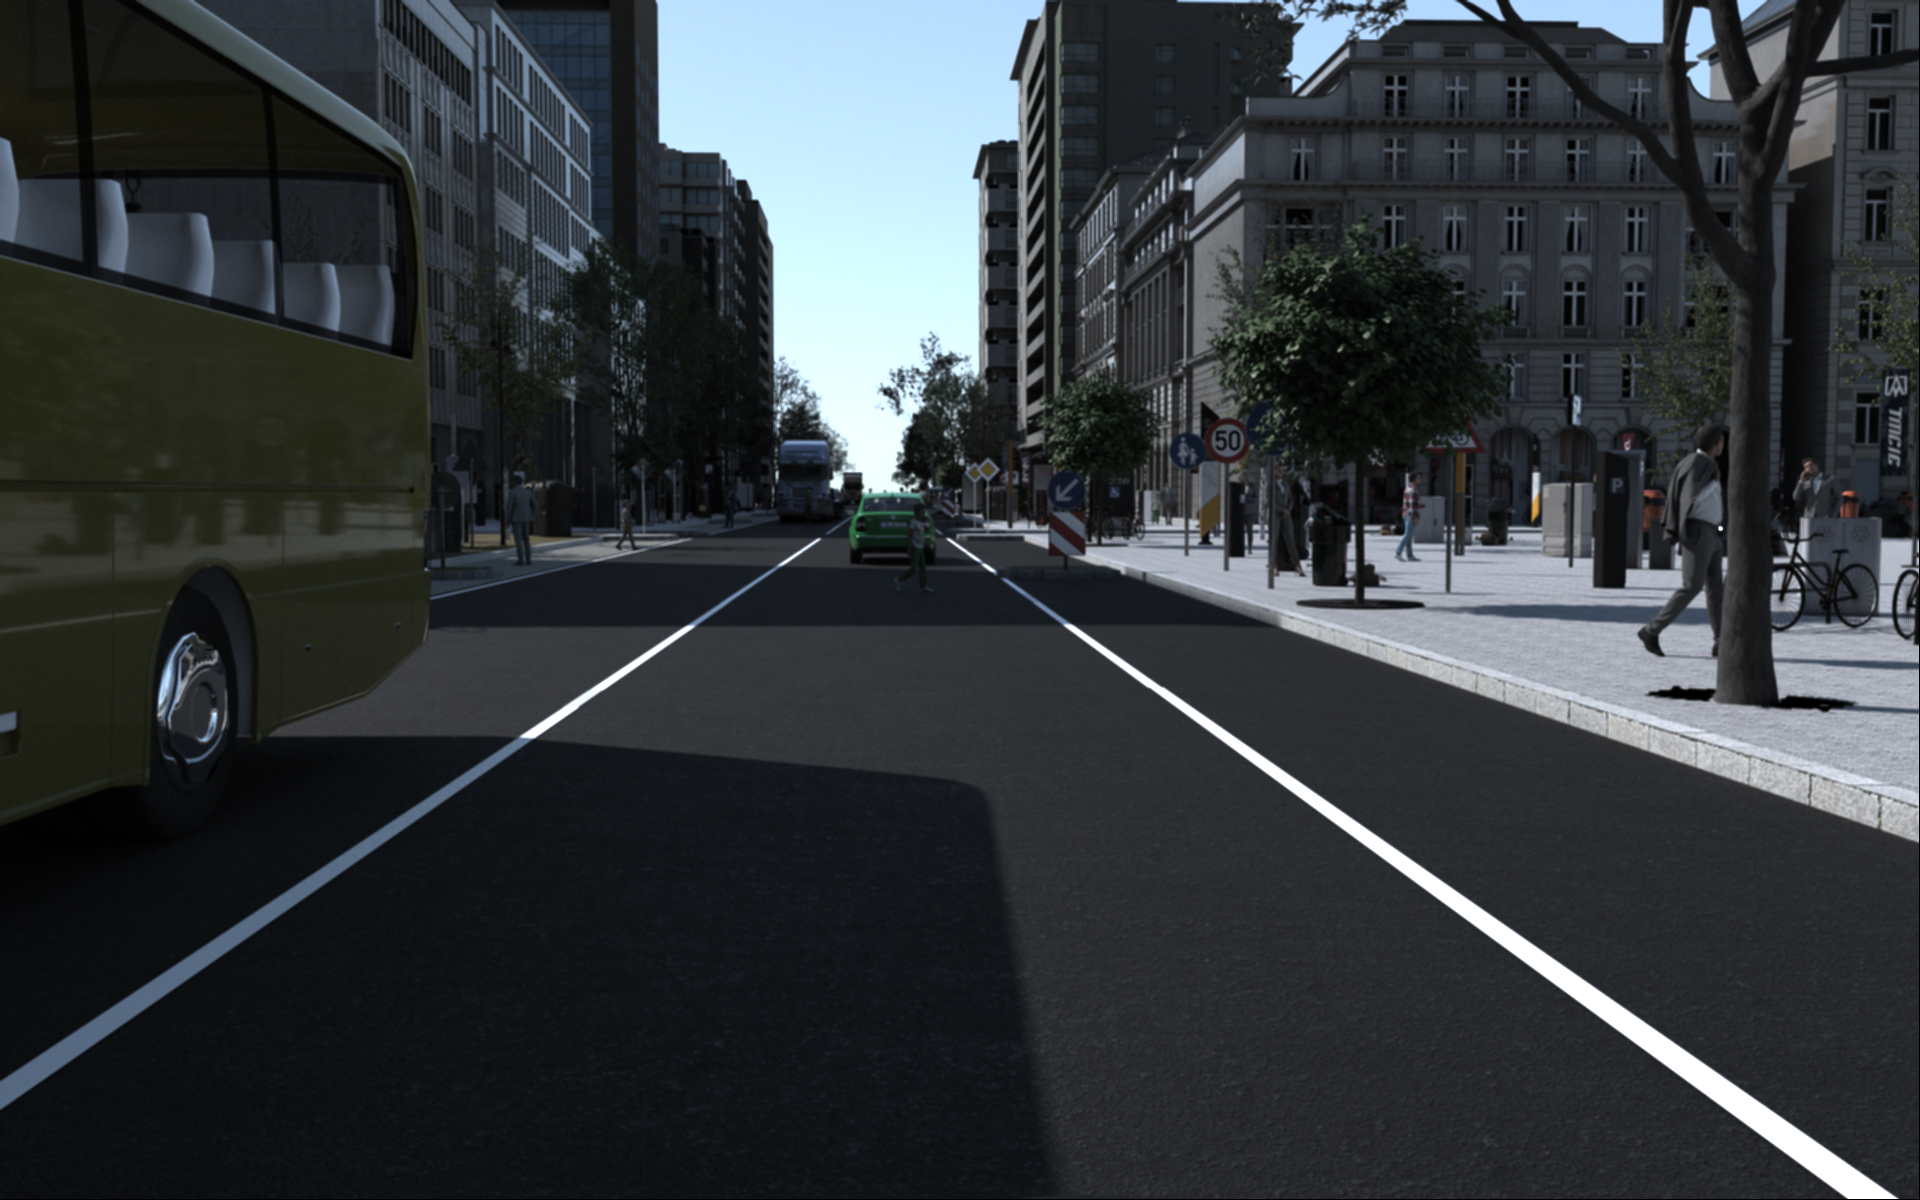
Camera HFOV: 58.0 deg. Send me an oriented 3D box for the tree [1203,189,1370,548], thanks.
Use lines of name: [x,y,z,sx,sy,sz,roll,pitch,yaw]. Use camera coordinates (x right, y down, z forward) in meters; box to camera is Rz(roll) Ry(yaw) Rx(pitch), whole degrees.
tree: [8.048,-5.548,41.065,4.360,8.622,3.978,0,3,0]

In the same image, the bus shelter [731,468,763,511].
bus shelter: [-16.503,-8.596,134.461,2.014,3.302,5.546,0,4,-3]

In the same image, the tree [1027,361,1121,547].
tree: [3.375,-3.615,42.826,4.285,4.588,4.351,0,3,0]

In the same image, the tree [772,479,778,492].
tree: [-18.134,-11.029,174.933,1.663,3.219,1.824,0,3,0]

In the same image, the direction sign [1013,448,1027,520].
direction sign: [2.900,-5.741,85.857,0.876,3.537,0.379,0,4,1]

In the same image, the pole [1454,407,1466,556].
pole: [10.413,-2.579,36.012,0.158,3.312,0.155,0,3,0]

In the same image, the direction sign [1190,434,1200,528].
direction sign: [9.154,-4.522,65.929,0.876,3.537,0.379,-1,4,-23]

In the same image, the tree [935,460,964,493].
tree: [-0.859,-11.208,166.971,4.285,4.588,4.351,0,3,0]

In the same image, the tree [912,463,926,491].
tree: [-5.476,-19.252,265.139,4.360,8.622,3.978,0,3,0]

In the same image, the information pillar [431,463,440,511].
information pillar: [-12.507,-2.230,40.957,0.304,2.012,0.304,1,4,14]

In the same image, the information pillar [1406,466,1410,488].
information pillar: [17.782,-4.737,68.799,0.183,3.616,0.504,0,4,8]

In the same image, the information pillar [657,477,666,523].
information pillar: [-13.146,-4.393,76.310,0.304,2.012,0.304,-1,4,-21]

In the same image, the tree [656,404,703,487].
tree: [-20.710,-10.854,127.832,4.737,8.622,4.395,0,3,0]

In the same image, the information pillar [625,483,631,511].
information pillar: [-21.121,-6.468,110.237,0.304,2.012,0.304,-1,4,-21]

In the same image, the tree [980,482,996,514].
tree: [1.250,-7.238,112.940,1.663,3.219,1.824,0,3,0]

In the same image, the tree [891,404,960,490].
tree: [-4.127,-18.590,220.960,9.611,12.733,9.660,0,3,0]

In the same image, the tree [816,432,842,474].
tree: [-21.129,-19.647,255.635,8.767,10.594,7.601,1,4,20]

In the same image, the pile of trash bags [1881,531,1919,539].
pile of trash bags: [27.444,-2.519,50.945,1.912,1.369,3.447,-2,4,-28]

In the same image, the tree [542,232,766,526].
tree: [-13.219,-8.837,70.244,9.928,11.665,9.643,0,3,0]

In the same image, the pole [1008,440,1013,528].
pole: [1.891,-4.343,64.850,0.158,3.312,0.155,0,3,0]

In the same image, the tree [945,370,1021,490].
tree: [1.516,-9.210,100.940,4.360,8.622,3.978,0,3,0]

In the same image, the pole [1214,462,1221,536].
pole: [7.791,-3.582,52.415,0.158,3.312,0.155,0,3,0]

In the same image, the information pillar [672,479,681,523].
information pillar: [-12.441,-4.370,75.939,0.304,2.012,0.304,-2,4,-29]

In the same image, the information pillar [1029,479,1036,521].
information pillar: [3.530,-4.823,83.342,0.304,2.012,0.304,2,4,30]

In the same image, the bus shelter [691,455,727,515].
bus shelter: [-15.642,-7.164,108.409,1.731,3.624,6.357,0,4,-2]

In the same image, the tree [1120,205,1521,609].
tree: [4.582,-2.215,19.926,4.285,4.588,4.351,0,3,0]

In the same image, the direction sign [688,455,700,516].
direction sign: [-15.462,-6.660,100.894,0.876,3.537,0.379,2,4,31]

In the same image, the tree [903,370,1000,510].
tree: [-0.459,-13.329,143.680,9.928,11.665,9.643,0,3,0]

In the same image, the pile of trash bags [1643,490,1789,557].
pile of trash bags: [15.736,-1.643,36.621,1.912,1.369,3.447,-2,4,-28]

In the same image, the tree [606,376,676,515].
tree: [-19.433,-9.575,106.915,4.360,8.622,3.978,0,3,0]

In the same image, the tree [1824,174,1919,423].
tree: [21.965,-5.407,38.775,4.737,8.622,4.395,0,3,0]

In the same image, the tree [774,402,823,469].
tree: [-19.908,-18.030,212.913,7.486,12.596,7.792,0,3,0]

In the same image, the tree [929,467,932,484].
tree: [0.719,-10.799,126.918,4.360,8.622,3.978,0,3,0]

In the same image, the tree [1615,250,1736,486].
tree: [21.650,-6.139,50.743,4.737,8.622,4.395,0,3,0]

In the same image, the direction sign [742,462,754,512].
direction sign: [-15.149,-8.061,123.800,0.876,3.537,0.379,0,4,1]

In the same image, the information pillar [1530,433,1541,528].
information pillar: [21.999,-4.572,66.104,0.183,3.616,0.504,-1,4,-10]

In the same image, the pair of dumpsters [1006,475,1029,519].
pair of dumpsters: [3.009,-5.278,88.781,1.574,2.255,4.437,0,4,-3]

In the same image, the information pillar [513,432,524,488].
information pillar: [-16.082,-4.392,63.157,0.183,3.616,0.504,2,4,25]

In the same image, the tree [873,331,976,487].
tree: [-3.999,-21.288,203.945,12.611,20.169,13.585,0,3,0]

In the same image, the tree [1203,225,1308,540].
tree: [8.678,-6.013,48.672,4.737,8.622,4.395,0,3,0]

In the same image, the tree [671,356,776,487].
tree: [-16.090,-11.189,117.356,7.601,10.594,8.767,-1,4,-12]

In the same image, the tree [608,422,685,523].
tree: [-14.208,-5.801,78.561,4.285,4.588,4.351,0,3,0]

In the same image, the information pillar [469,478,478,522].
information pillar: [-22.077,-4.531,78.575,0.304,2.012,0.304,-3,5,-42]

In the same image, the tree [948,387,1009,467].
tree: [1.136,-10.324,119.165,4.737,8.622,4.395,0,3,0]

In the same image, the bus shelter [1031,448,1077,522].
bus shelter: [4.122,-4.972,75.217,2.014,3.302,5.546,0,4,-2]

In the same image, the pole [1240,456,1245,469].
pole: [10.484,-4.311,64.333,0.158,3.312,0.155,0,3,0]

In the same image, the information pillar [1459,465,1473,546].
information pillar: [12.628,-2.368,43.202,0.304,2.012,0.304,1,4,15]

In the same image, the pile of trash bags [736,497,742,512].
pile of trash bags: [-16.730,-7.085,125.584,1.912,1.369,3.447,0,4,-5]

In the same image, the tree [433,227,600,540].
tree: [-12.523,-6.004,48.522,4.737,8.622,4.395,0,3,0]

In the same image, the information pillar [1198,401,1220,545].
information pillar: [6.294,-3.204,43.733,0.504,3.616,0.183,0,4,-5]

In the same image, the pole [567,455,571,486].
pole: [-20.381,-5.904,90.379,0.158,3.312,0.155,0,3,0]

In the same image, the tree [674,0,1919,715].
tree: [4.719,-6.105,10.185,12.009,13.543,11.850,0,3,0]
